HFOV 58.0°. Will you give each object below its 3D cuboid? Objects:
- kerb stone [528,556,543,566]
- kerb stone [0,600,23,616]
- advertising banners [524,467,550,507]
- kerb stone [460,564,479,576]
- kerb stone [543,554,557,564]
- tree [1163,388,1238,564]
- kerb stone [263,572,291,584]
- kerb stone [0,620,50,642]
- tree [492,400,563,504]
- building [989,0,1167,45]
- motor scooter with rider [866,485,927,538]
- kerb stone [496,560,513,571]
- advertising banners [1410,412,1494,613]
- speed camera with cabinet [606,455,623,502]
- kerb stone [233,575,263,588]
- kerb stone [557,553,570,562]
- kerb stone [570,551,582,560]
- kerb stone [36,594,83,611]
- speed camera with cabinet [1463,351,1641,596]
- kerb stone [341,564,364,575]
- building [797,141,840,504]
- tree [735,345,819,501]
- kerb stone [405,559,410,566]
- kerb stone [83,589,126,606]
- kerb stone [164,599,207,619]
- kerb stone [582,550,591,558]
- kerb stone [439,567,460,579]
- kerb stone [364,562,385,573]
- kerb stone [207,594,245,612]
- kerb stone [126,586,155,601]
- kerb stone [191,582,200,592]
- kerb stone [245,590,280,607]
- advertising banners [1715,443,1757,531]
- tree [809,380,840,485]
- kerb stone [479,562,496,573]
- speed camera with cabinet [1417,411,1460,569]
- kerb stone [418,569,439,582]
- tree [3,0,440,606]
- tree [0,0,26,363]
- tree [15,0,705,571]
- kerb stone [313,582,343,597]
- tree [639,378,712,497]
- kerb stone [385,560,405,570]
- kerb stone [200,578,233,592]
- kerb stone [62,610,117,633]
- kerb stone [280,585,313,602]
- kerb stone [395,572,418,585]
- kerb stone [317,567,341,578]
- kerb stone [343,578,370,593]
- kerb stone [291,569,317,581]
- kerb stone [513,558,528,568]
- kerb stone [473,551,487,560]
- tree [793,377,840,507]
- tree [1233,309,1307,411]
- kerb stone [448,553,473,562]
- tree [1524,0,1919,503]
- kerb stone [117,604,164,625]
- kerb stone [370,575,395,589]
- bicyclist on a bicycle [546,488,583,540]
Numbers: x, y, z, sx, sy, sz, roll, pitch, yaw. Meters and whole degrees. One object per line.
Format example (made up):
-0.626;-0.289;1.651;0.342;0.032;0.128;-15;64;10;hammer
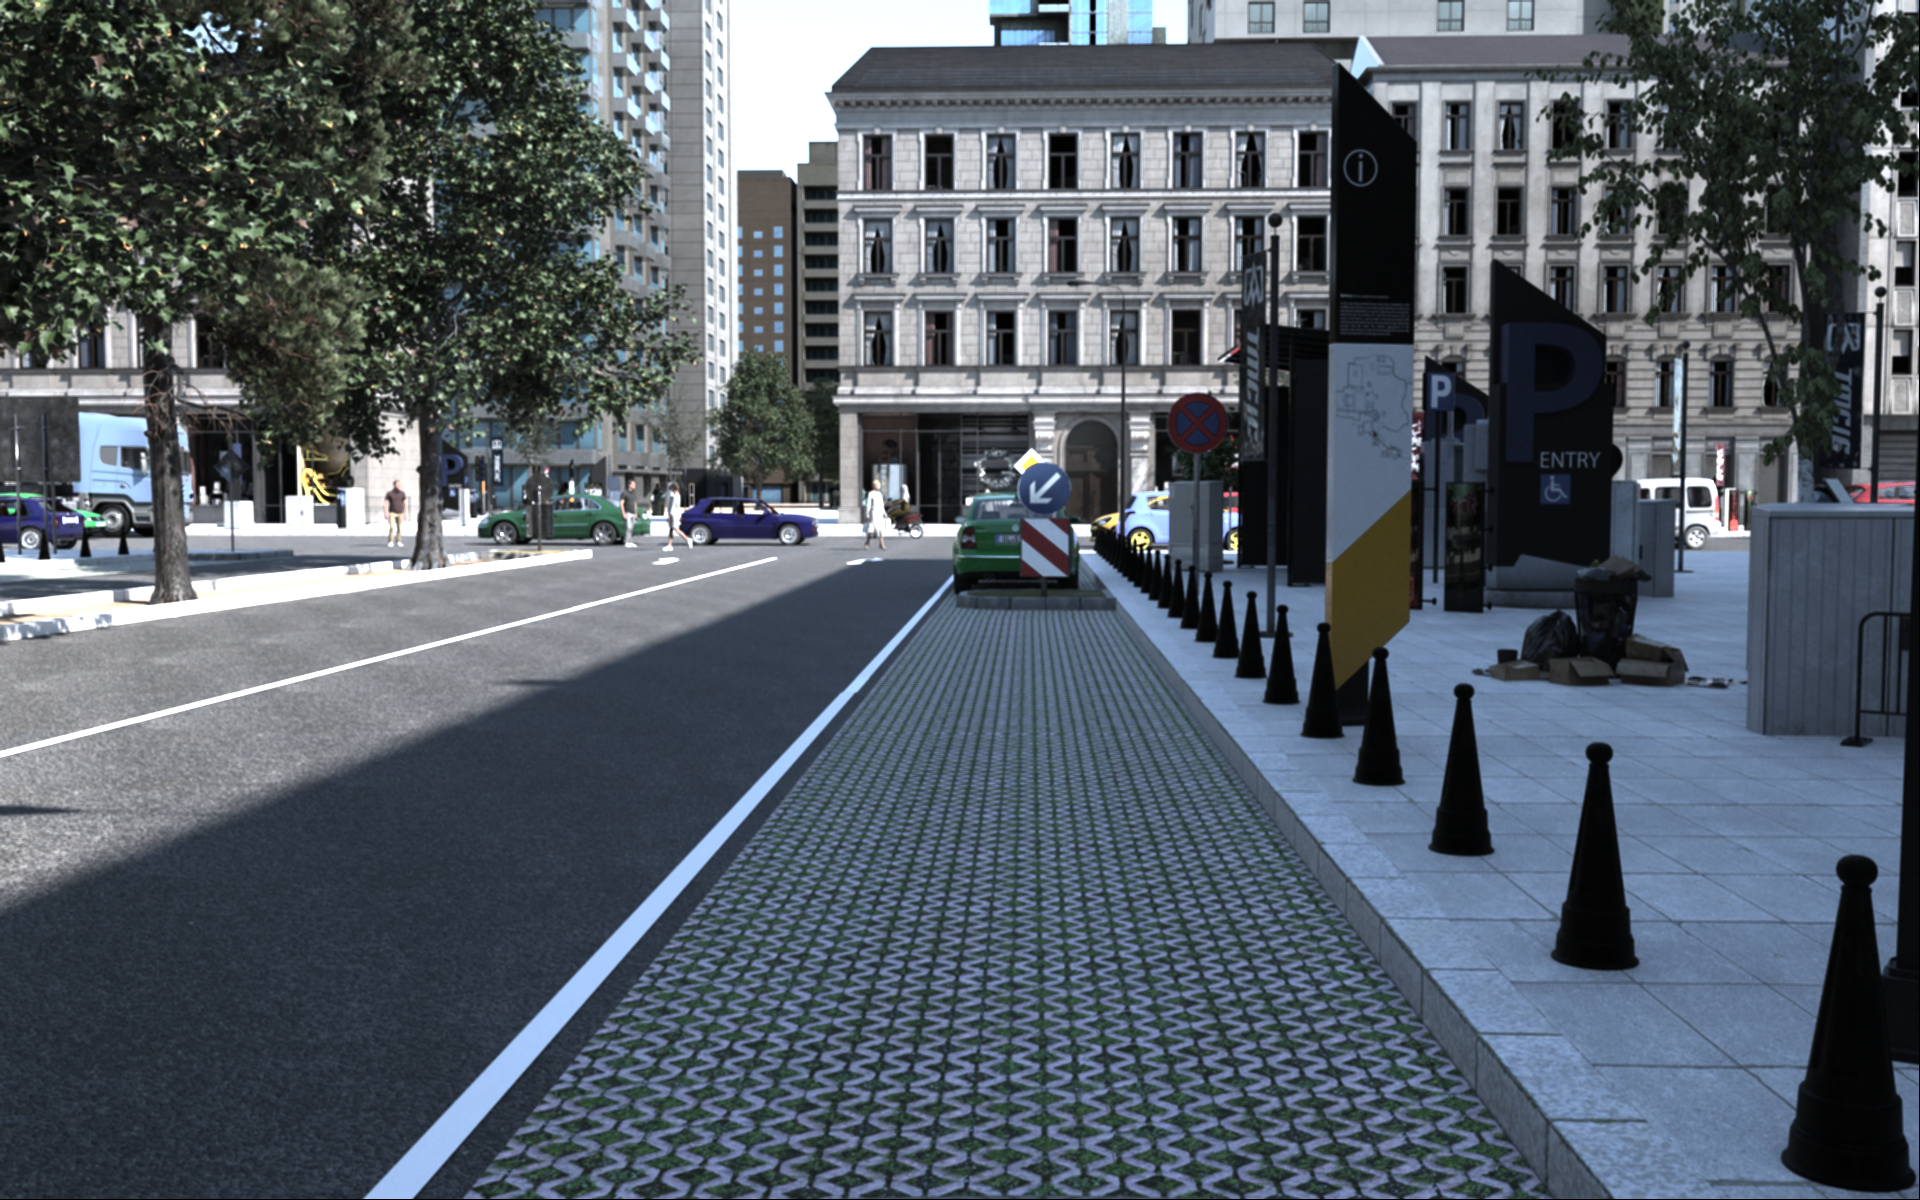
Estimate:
-8.629;-0.769;34.793;0.120;0.150;1.000;0;4;2;kerb stone
-11.297;0.105;20.476;0.120;0.150;1.000;0;4;2;kerb stone
-26.966;-6.996;110.574;0.090;3.025;2.074;3;4;37;advertising banners
-8.788;-0.518;30.690;0.120;0.150;1.000;0;4;2;kerb stone
-8.583;-0.833;35.817;0.120;0.150;1.000;0;4;2;kerb stone
4.545;-2.278;31.852;1.663;3.219;1.824;0;3;0;tree
-11.008;-0.334;27.673;0.120;0.150;1.000;0;4;2;kerb stone
-9.320;0.307;17.298;0.120;0.150;1.000;0;4;2;kerb stone
-24.452;-9.077;98.774;4.360;8.622;3.978;0;3;0;tree
15.730;-56.606;238.172;31.000;86.520;22.319;0;4;2;building
-2.068;-2.882;56.088;1.986;1.779;0.876;0;4;2;motor scooter with rider
-8.710;-0.645;32.744;0.120;0.150;1.000;0;4;2;kerb stone
4.969;-1.411;19.261;0.090;3.025;2.074;-3;5;-44;advertising banners
-17.348;-5.683;87.248;0.660;3.252;2.038;-1;4;-20;speed camera with cabinet
-11.046;-0.272;26.649;0.120;0.150;1.000;0;4;2;kerb stone
-8.545;-0.896;36.842;0.120;0.150;1.000;0;4;2;kerb stone
-8.502;-0.955;37.869;0.120;0.150;1.000;0;4;2;kerb stone
-11.257;0.043;21.509;0.120;0.150;1.000;0;4;2;kerb stone
7.315;-1.656;21.415;2.038;3.252;0.660;2;4;25;speed camera with cabinet
-10.882;-0.523;30.748;0.120;0.150;1.000;0;4;2;kerb stone
-10.684;-37.718;240.391;21.600;48.544;21.300;0;4;2;building
-15.388;-13.234;133.381;9.611;12.733;9.660;0;3;0;tree
-10.764;-0.711;33.819;0.120;0.150;1.000;0;4;2;kerb stone
-11.213;-0.022;22.549;0.120;0.150;1.000;0;4;2;kerb stone
-9.200;0.110;20.394;0.120;0.150;1.000;0;4;2;kerb stone
-8.461;-1.021;38.892;0.120;0.150;1.000;0;4;2;kerb stone
-8.829;-0.456;29.657;0.120;0.150;1.000;0;4;2;kerb stone
-10.840;-0.586;31.772;0.120;0.150;1.000;0;4;2;kerb stone
-9.158;0.047;21.425;0.120;0.150;1.000;0;4;2;kerb stone
-11.174;-0.084;23.578;0.120;0.150;1.000;0;4;2;kerb stone
-11.132;-0.147;24.602;0.120;0.150;1.000;0;4;2;kerb stone
-9.118;-0.015;22.449;0.120;0.150;1.000;0;4;2;kerb stone
26.696;-3.882;59.658;2.074;3.025;0.090;-2;4;-25;advertising banners
-12.728;-17.477;192.402;9.857;13.997;8.962;0;3;0;tree
-8.753;-0.580;31.714;0.120;0.150;1.000;0;4;2;kerb stone
8.072;-2.154;29.555;0.660;3.252;2.038;1;4;9;speed camera with cabinet
-8.874;-0.393;28.619;0.120;0.150;1.000;0;4;2;kerb stone
-10.229;-5.961;21.977;6.751;12.117;7.091;0;3;0;tree
-10.169;-5.763;13.683;9.611;12.733;9.660;0;3;0;tree
-9.911;-6.895;32.195;9.611;12.733;9.660;0;3;0;tree
-9.032;-0.140;24.507;0.120;0.150;1.000;0;4;2;kerb stone
-17.662;-9.608;107.445;4.360;8.622;3.978;0;3;0;tree
-10.801;-0.648;32.796;0.120;0.150;1.000;0;4;2;kerb stone
-11.090;-0.208;25.626;0.120;0.150;1.000;0;4;2;kerb stone
-9.280;0.239;18.340;0.120;0.150;1.000;0;4;2;kerb stone
-9.071;-0.076;23.479;0.120;0.150;1.000;0;4;2;kerb stone
-8.914;-0.330;27.595;0.120;0.150;1.000;0;4;2;kerb stone
-10.925;-0.458;29.725;0.120;0.150;1.000;0;4;2;kerb stone
-8.986;-0.204;25.539;0.120;0.150;1.000;0;4;2;kerb stone
-10.965;-0.398;28.697;0.120;0.150;1.000;0;4;2;kerb stone
-8.670;-0.708;33.768;0.120;0.150;1.000;0;4;2;kerb stone
-10.597;-0.962;37.920;0.120;0.150;1.000;0;4;2;kerb stone
-13.076;-15.244;167.372;7.486;12.596;7.792;0;3;0;tree
12.544;-7.163;67.474;4.360;8.622;3.978;0;3;0;tree
-10.644;-0.899;36.893;0.120;0.150;1.000;0;4;2;kerb stone
7.368;-3.978;15.401;4.737;8.622;4.395;0;3;0;tree
-9.242;0.173;19.370;0.120;0.150;1.000;0;4;2;kerb stone
-8.949;-0.262;26.572;0.120;0.150;1.000;0;4;2;kerb stone
-12.366;-2.699;54.150;1.625;1.676;1.499;0;4;2;bicyclist on a bicycle
